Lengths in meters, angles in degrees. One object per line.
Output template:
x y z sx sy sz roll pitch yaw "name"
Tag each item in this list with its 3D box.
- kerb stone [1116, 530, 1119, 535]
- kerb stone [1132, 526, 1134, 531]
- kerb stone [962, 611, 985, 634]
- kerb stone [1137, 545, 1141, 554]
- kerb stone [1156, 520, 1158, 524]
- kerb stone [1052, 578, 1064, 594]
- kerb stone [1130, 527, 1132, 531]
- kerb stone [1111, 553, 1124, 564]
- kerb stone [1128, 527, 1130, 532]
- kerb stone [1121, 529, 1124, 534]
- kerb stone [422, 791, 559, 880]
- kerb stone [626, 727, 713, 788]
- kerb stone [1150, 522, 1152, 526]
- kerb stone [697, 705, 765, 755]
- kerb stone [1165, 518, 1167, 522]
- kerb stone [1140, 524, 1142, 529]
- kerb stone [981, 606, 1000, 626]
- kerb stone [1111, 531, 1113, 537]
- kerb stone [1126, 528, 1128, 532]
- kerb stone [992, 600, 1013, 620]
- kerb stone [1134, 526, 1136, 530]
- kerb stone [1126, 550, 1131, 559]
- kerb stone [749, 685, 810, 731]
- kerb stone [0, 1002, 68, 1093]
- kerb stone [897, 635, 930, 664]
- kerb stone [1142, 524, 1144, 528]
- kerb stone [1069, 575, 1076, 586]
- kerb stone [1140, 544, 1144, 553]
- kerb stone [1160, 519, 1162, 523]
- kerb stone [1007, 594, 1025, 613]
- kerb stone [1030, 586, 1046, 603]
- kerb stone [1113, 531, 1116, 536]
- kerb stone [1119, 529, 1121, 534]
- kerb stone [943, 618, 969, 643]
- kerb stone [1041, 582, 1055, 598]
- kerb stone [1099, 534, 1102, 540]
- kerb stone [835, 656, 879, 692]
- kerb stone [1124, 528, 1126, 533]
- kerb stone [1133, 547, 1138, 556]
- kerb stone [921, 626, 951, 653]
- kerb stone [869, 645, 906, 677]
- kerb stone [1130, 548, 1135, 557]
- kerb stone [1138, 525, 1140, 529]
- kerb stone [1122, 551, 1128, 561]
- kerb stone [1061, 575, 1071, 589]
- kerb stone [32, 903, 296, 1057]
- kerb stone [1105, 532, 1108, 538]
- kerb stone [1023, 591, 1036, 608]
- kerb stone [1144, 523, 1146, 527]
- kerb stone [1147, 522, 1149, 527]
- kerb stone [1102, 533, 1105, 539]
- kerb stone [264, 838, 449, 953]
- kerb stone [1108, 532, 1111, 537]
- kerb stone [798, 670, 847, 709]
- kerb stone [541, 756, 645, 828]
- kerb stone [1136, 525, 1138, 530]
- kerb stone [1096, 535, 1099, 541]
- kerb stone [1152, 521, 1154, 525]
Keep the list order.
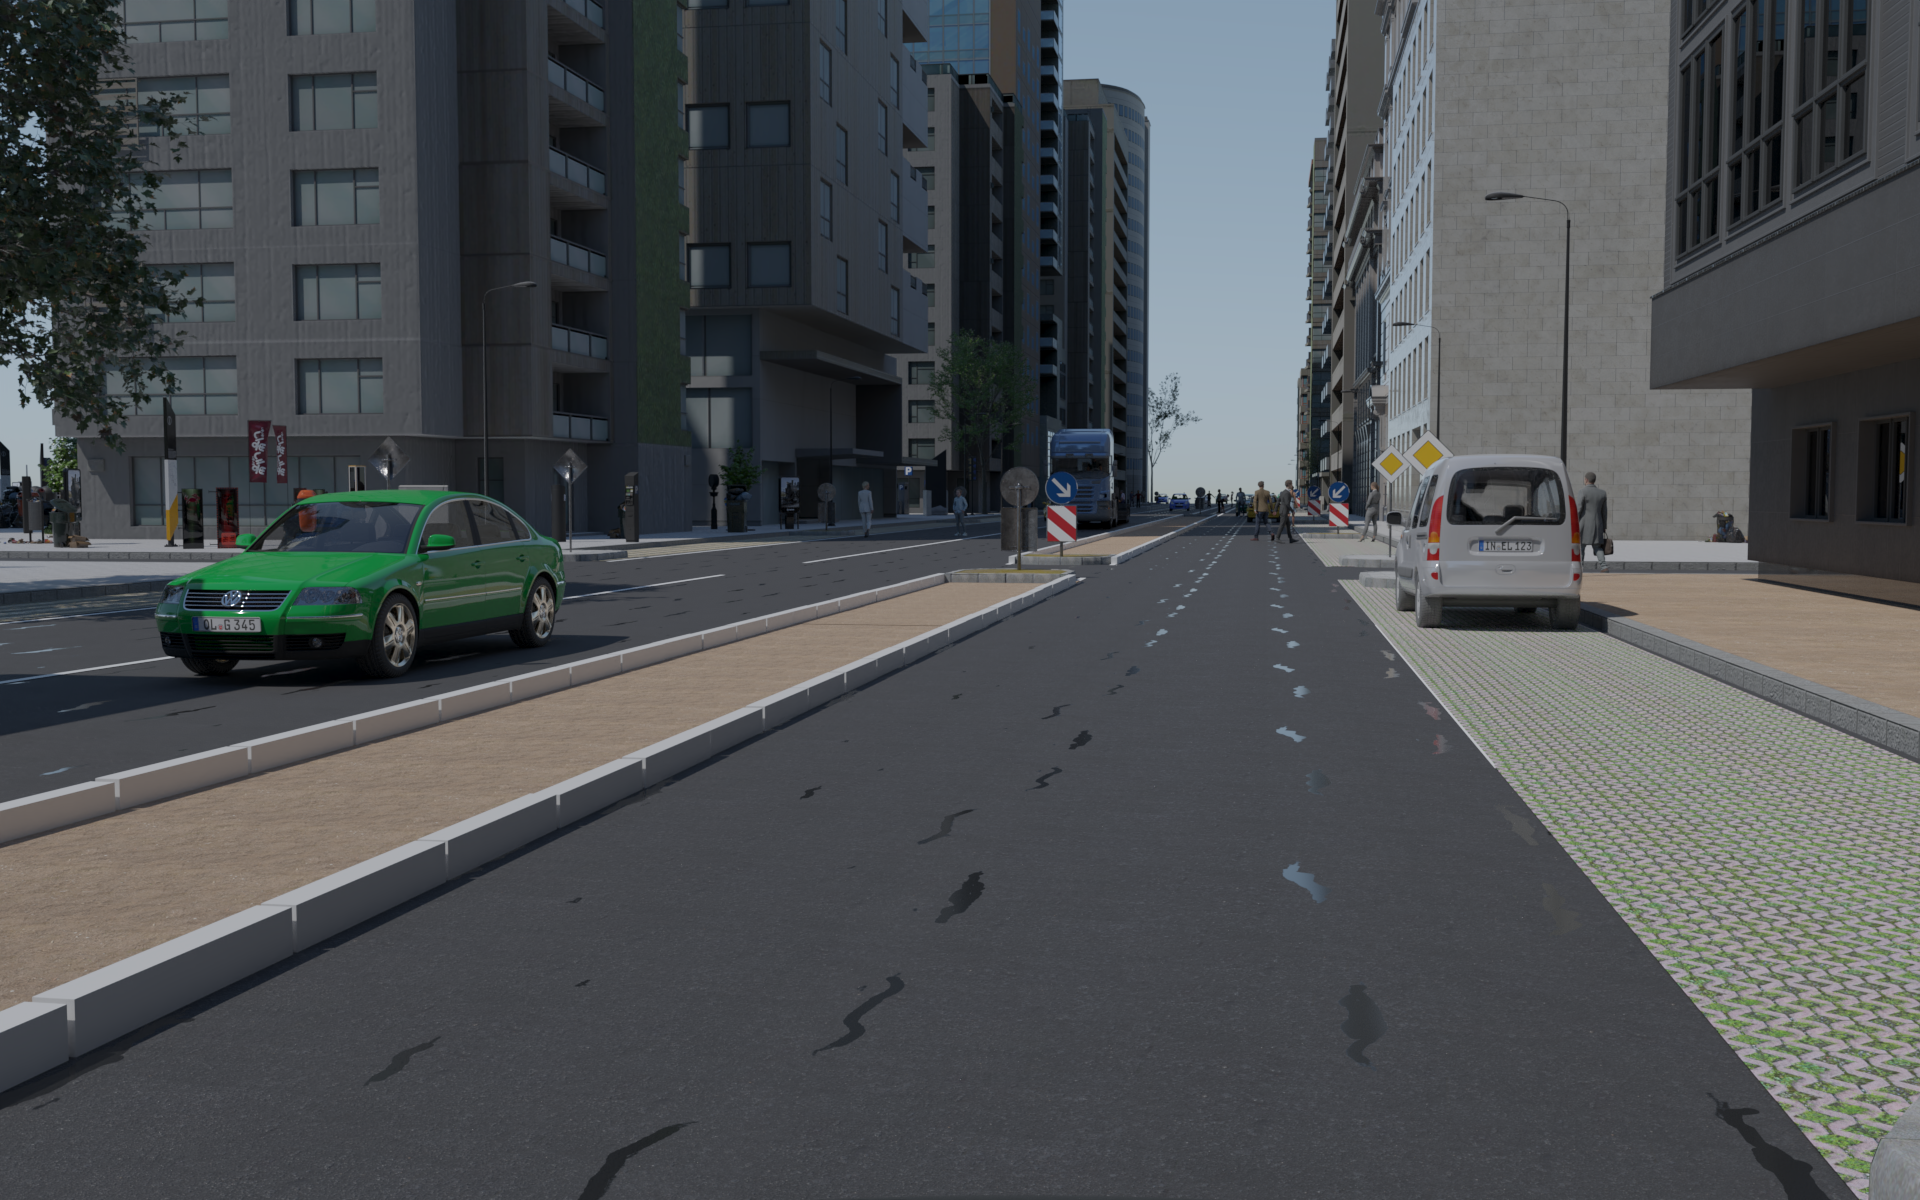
5.250 -2.274 59.376 0.120 0.150 1.000 1 4 10 "kerb stone"
6.500 -2.706 66.446 0.120 0.150 1.000 1 4 10 "kerb stone"
0.094 0.254 18.047 0.120 0.150 1.000 1 4 10 "kerb stone"
4.120 -1.141 40.859 0.120 0.150 1.000 1 4 10 "kerb stone"
8.982 -3.570 80.567 0.120 0.150 1.000 1 4 10 "kerb stone"
1.349 -0.176 25.132 0.120 0.150 1.000 1 4 10 "kerb stone"
6.322 -2.644 65.428 0.120 0.150 1.000 1 4 10 "kerb stone"
3.228 -0.828 35.799 0.120 0.150 1.000 1 4 10 "kerb stone"
6.146 -2.582 64.422 0.120 0.150 1.000 1 4 10 "kerb stone"
5.612 -2.398 61.400 0.120 0.150 1.000 1 4 10 "kerb stone"
-1.869 0.934 6.918 0.120 0.150 1.000 1 4 10 "kerb stone"
-1.502 0.811 8.929 0.120 0.150 1.000 1 4 10 "kerb stone"
8.272 -3.323 76.538 0.120 0.150 1.000 1 4 10 "kerb stone"
-1.334 0.755 9.951 0.120 0.150 1.000 1 4 10 "kerb stone"
10.231 -4.001 87.613 0.120 0.150 1.000 1 4 10 "kerb stone"
7.216 -2.953 70.473 0.120 0.150 1.000 1 4 10 "kerb stone"
0.272 0.198 19.057 0.120 0.150 1.000 1 4 10 "kerb stone"
4.891 -2.150 57.351 0.120 0.150 1.000 1 4 10 "kerb stone"
5.968 -2.520 63.415 0.120 0.150 1.000 1 4 10 "kerb stone"
0.456 0.130 20.069 0.120 0.150 1.000 1 4 10 "kerb stone"
6.673 -2.764 67.453 0.120 0.150 1.000 1 4 10 "kerb stone"
3.581 -0.957 37.835 0.120 0.150 1.000 1 4 10 "kerb stone"
-1.151 0.687 10.965 0.120 0.150 1.000 1 4 10 "kerb stone"
-2.401 1.125 3.896 0.120 0.150 1.000 1 4 10 "kerb stone"
-0.433 0.439 15.011 0.120 0.150 1.000 1 4 10 "kerb stone"
7.384 -3.014 71.482 0.120 0.150 1.000 1 4 10 "kerb stone"
1.703 -0.300 27.148 0.120 0.150 1.000 1 4 10 "kerb stone"
4.295 -1.203 41.866 0.120 0.150 1.000 1 4 10 "kerb stone"
9.522 -3.752 83.587 0.120 0.150 1.000 1 4 10 "kerb stone"
0.633 0.068 21.090 0.120 0.150 1.000 1 4 10 "kerb stone"
0.996 -0.052 23.118 0.120 0.150 1.000 1 4 10 "kerb stone"
5.074 -2.211 58.365 0.120 0.150 1.000 1 4 10 "kerb stone"
5.434 -2.330 60.384 0.120 0.150 1.000 1 4 10 "kerb stone"
-0.079 0.316 17.039 0.120 0.150 1.000 1 4 10 "kerb stone"
1.165 -0.118 24.126 0.120 0.150 1.000 1 4 10 "kerb stone"
4.184 -1.904 53.319 0.120 0.150 1.000 1 4 10 "kerb stone"
-0.794 0.563 12.992 0.120 0.150 1.000 1 4 10 "kerb stone"
5.784 -2.459 62.407 0.120 0.150 1.000 1 4 10 "kerb stone"
3.946 -1.080 39.852 0.120 0.150 1.000 1 4 10 "kerb stone"
-0.258 0.378 16.018 0.120 0.150 1.000 1 4 10 "kerb stone"
-0.619 0.501 14.006 0.120 0.150 1.000 1 4 10 "kerb stone"
3.762 -1.012 38.847 0.120 0.150 1.000 1 4 10 "kerb stone"
7.033 -2.890 69.468 0.120 0.150 1.000 1 4 10 "kerb stone"
3.409 -0.893 36.811 0.120 0.150 1.000 1 4 10 "kerb stone"
1.522 -0.241 26.142 0.120 0.150 1.000 1 4 10 "kerb stone"
-2.220 1.058 4.902 0.120 0.150 1.000 1 4 10 "kerb stone"
4.541 -2.024 55.334 0.120 0.150 1.000 1 4 10 "kerb stone"
0.813 0.014 22.112 0.120 0.150 1.000 1 4 10 "kerb stone"
7.565 -3.076 72.487 0.120 0.150 1.000 1 4 10 "kerb stone"
7.924 -3.200 74.507 0.120 0.150 1.000 1 4 10 "kerb stone"
4.365 -1.965 54.327 0.120 0.150 1.000 1 4 10 "kerb stone"
-2.044 0.996 5.909 0.120 0.150 1.000 1 4 10 "kerb stone"
4.719 -2.088 56.340 0.120 0.150 1.000 1 4 10 "kerb stone"
-0.976 0.625 11.972 0.120 0.150 1.000 1 4 10 "kerb stone"
-1.687 0.878 7.924 0.120 0.150 1.000 1 4 10 "kerb stone"
6.853 -2.828 68.462 0.120 0.150 1.000 1 4 10 "kerb stone"
4.012 -1.842 52.311 0.120 0.150 1.000 1 4 10 "kerb stone"
8.459 -3.384 77.545 0.120 0.150 1.000 1 4 10 "kerb stone"
